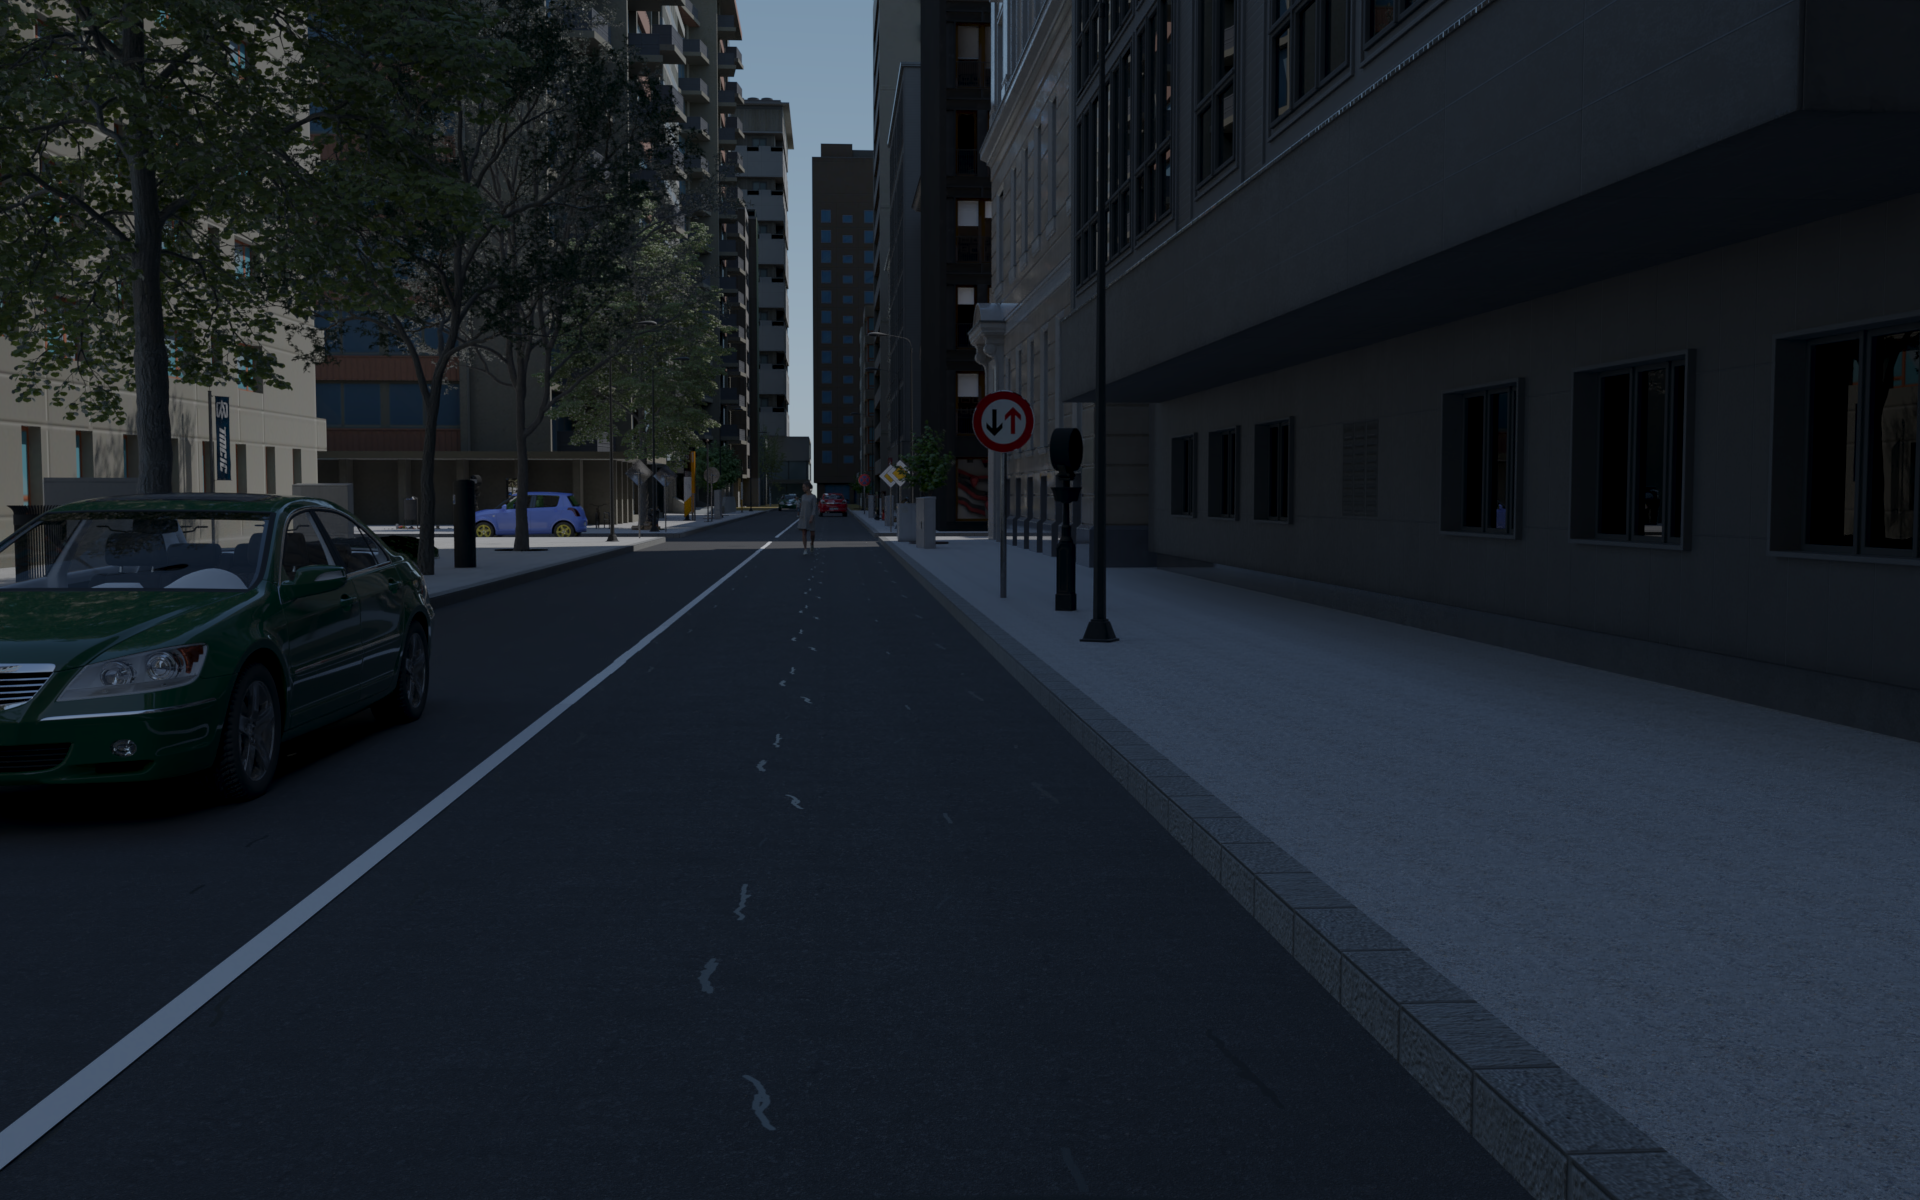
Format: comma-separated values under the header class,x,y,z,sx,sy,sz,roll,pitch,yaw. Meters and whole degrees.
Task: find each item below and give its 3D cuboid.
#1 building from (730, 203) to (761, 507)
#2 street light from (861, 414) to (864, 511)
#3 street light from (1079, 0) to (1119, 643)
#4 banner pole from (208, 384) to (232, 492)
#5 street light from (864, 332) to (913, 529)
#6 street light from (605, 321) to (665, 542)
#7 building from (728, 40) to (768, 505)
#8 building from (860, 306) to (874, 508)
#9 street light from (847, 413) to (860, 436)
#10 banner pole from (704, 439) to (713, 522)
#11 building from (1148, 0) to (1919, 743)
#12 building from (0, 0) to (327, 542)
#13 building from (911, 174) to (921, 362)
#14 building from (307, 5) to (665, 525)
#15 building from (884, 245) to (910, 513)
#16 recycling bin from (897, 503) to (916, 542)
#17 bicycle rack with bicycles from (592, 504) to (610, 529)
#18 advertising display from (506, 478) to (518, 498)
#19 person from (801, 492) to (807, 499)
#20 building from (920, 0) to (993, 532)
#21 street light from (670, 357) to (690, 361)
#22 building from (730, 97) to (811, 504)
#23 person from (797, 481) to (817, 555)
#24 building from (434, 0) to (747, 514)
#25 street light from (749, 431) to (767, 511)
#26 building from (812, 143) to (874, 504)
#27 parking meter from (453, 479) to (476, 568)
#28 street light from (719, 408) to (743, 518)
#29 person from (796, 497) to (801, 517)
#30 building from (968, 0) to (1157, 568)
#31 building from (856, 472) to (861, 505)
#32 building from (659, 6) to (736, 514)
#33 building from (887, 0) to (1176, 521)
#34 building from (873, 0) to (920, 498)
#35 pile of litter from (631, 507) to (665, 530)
class,x,y,z,sx,sy,sz,roll,pitch,yaw
building,-26.833,-24.247,168.134,14.160,30.474,14.107,0,4,-4
street light,-2.783,-5.574,63.675,1.470,5.913,1.316,0,4,-4
street light,0.677,-2.591,14.900,1.470,5.913,1.316,0,4,-4
banner pole,-16.618,-2.986,38.830,0.401,3.779,0.863,1,4,17
street light,-1.948,-4.733,49.931,1.470,5.913,1.316,0,4,-4
street light,-8.835,-4.528,46.572,1.470,5.913,1.316,0,4,-4
building,-37.687,-53.855,193.205,31.000,86.520,22.319,0,4,-4
building,4.019,-20.141,174.336,27.650,21.520,28.899,0,4,-4
street light,-5.535,-7.723,98.817,1.470,5.913,1.316,0,4,-4
banner pole,-11.593,-5.484,79.673,0.401,3.779,0.863,0,4,-5
building,9.581,-13.700,17.509,14.314,27.812,24.014,0,4,-4
building,-31.358,-11.546,33.816,28.899,21.520,27.650,0,4,-4
building,3.431,-13.287,81.862,10.561,19.102,19.286,0,4,-4
building,-24.842,-26.178,82.638,22.147,44.769,28.867,0,4,-4
building,-0.305,-16.867,124.926,9.793,20.994,18.267,0,4,-4
recycling bin,-1.338,-2.099,46.876,0.722,1.027,0.722,0,4,-5
bicycle rack with bicycles,-14.088,-3.102,64.092,2.852,0.926,2.925,-1,4,-16
advertising display,-17.486,-3.863,68.379,0.123,1.923,0.974,3,4,36
person,-14.827,-9.714,167.847,1.217,1.766,0.721,0,4,-1
building,6.737,-14.403,65.169,15.834,23.373,12.332,0,4,-4
street light,-9.850,-5.274,58.778,1.470,5.913,1.316,0,4,-4
building,-33.808,-39.188,229.959,27.495,52.752,28.713,0,4,-4
person,-3.624,-1.953,41.178,0.466,1.731,0.760,0,4,-1
building,-29.611,-30.053,145.985,22.147,44.769,28.867,0,4,-4
street light,-14.971,-9.531,128.371,1.470,5.913,1.316,0,4,-4
building,-11.920,-35.141,224.670,14.200,45.320,14.600,0,4,-4
parking meter,-8.636,-1.332,30.192,0.372,1.533,0.369,0,3,0
street light,-12.419,-7.408,93.668,1.470,5.913,1.316,0,4,-4
person,-10.075,-5.798,107.989,0.352,1.250,0.332,-1,4,-12
building,7.728,-15.506,39.429,13.634,28.700,20.117,0,4,-4
building,-1.539,-46.447,197.665,20.563,71.187,20.611,0,4,-4
building,-31.832,-25.984,116.719,32.217,40.220,23.993,0,4,-4
building,3.206,-18.945,103.250,14.314,27.812,24.014,0,4,-4
building,3.516,-32.080,148.202,21.300,48.544,21.600,0,4,-4
pile of litter,-11.158,-2.925,61.794,1.176,0.858,1.719,-1,4,-15
